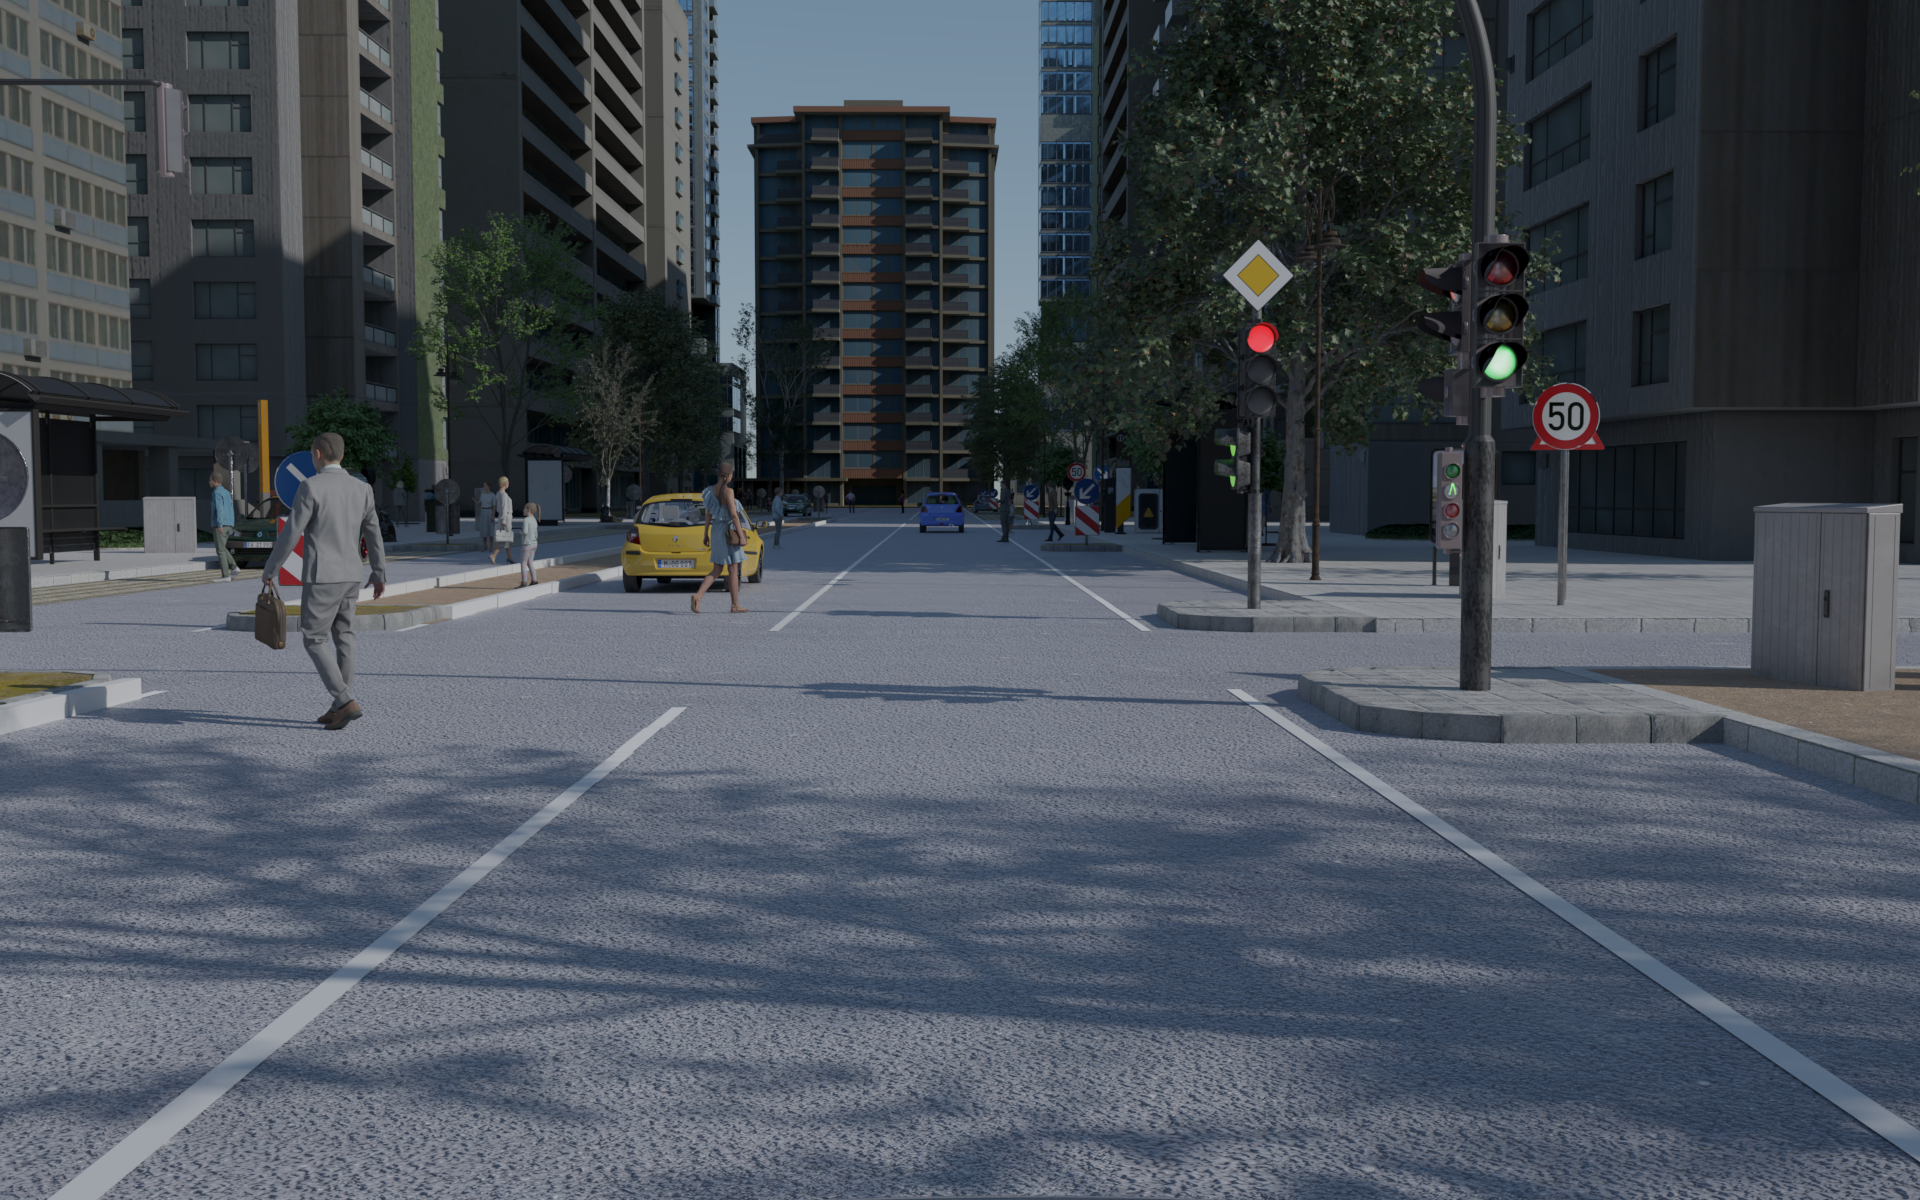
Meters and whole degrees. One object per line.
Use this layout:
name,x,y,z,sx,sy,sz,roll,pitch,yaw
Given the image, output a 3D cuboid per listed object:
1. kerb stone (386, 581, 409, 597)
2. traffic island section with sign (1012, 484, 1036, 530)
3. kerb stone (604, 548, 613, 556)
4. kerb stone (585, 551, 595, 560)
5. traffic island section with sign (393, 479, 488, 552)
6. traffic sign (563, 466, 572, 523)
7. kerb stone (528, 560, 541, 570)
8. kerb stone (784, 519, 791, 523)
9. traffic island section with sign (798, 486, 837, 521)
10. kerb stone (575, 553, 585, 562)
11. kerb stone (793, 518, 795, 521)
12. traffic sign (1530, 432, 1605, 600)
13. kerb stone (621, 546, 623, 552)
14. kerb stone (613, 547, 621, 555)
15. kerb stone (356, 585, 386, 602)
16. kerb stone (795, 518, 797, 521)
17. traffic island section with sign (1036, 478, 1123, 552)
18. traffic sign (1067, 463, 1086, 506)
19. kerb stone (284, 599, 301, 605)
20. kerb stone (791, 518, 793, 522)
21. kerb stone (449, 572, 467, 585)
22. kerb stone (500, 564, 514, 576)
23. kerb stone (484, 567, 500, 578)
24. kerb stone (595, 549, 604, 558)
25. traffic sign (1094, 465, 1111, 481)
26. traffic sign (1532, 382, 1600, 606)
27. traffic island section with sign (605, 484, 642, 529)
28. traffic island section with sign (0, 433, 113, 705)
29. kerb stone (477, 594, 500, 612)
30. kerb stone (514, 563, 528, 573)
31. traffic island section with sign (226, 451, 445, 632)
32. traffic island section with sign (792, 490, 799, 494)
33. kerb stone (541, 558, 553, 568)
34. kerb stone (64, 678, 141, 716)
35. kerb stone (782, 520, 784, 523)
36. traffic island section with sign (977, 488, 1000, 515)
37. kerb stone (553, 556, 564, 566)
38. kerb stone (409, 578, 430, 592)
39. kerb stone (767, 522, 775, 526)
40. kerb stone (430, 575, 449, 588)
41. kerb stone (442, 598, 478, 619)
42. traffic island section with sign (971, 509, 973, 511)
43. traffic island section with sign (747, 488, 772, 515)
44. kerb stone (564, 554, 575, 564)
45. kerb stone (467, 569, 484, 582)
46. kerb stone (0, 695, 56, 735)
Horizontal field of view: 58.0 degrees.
kerb stone,-8.022,-0.136,24.412,0.120,0.150,1.000,0,4,-1
traffic island section with sign,2.772,-3.810,70.926,1.989,1.847,2.006,0,4,-1
kerb stone,-8.189,-1.076,39.782,0.120,0.150,1.000,0,4,-1
kerb stone,-8.170,-0.950,37.724,0.120,0.150,1.000,0,4,-1
traffic island section with sign,-13.072,-2.152,43.810,1.989,1.847,2.006,0,4,-1
traffic sign,-17.864,-4.768,78.055,0.768,2.556,0.104,0,4,3
kerb stone,-8.115,-0.632,32.601,0.120,0.150,1.000,0,4,-1
kerb stone,-8.695,-3.953,86.950,0.120,0.150,1.000,0,4,-1
traffic island section with sign,-7.714,-5.255,94.061,2.006,1.907,1.989,0,4,-1
kerb stone,-8.151,-0.887,36.691,0.120,0.150,1.000,0,4,-1
kerb stone,-8.717,-4.087,89.013,0.120,0.150,1.000,0,4,-1
traffic sign,7.300,-1.277,20.879,0.884,2.594,0.081,0,4,1
kerb stone,-8.209,-1.201,41.838,0.120,0.150,1.000,0,4,-1
kerb stone,-8.206,-1.138,40.805,0.120,0.150,1.000,0,4,-1
kerb stone,-8.013,-0.073,23.387,0.120,0.150,1.000,0,4,-1
kerb stone,-8.725,-4.148,90.036,0.120,0.150,1.000,0,4,-1
traffic island section with sign,3.052,-2.162,43.972,1.989,1.847,2.006,0,4,-1
traffic sign,4.713,-4.272,69.947,0.768,2.556,0.104,0,4,4
kerb stone,-7.980,0.116,20.298,0.120,0.150,1.000,0,4,-1
kerb stone,-8.698,-4.015,87.979,0.120,0.150,1.000,0,4,-1
kerb stone,-8.059,-0.319,27.479,0.120,0.150,1.000,0,4,-1
kerb stone,-8.090,-0.511,30.557,0.120,0.150,1.000,0,4,-1
kerb stone,-8.081,-0.449,29.529,0.120,0.150,1.000,0,4,-1
kerb stone,-8.179,-1.009,38.757,0.120,0.150,1.000,0,4,-1
traffic sign,6.184,-4.595,75.239,0.768,2.556,0.104,0,4,6
traffic sign,6.927,-1.210,19.892,0.768,2.556,0.104,0,4,1
traffic island section with sign,-13.349,-3.802,70.794,1.989,1.847,2.006,0,4,-1
traffic island section with sign,-6.833,-0.207,11.520,2.006,1.907,1.989,0,4,-1
kerb stone,-5.895,0.053,21.347,0.120,0.150,1.000,0,4,-1
kerb stone,-8.098,-0.574,31.579,0.120,0.150,1.000,0,4,-1
traffic island section with sign,-6.903,-0.660,18.927,2.006,1.907,1.989,0,4,-1
traffic island section with sign,-14.191,-8.630,149.721,1.989,1.847,2.006,0,4,-1
kerb stone,-8.129,-0.699,33.623,0.120,0.150,1.000,0,4,-1
kerb stone,-5.790,0.652,11.631,0.120,0.150,1.000,0,4,-1
kerb stone,-8.657,-3.710,82.850,0.120,0.150,1.000,0,4,-1
traffic island section with sign,2.224,-6.902,121.477,1.989,1.847,2.006,0,4,-1
kerb stone,-8.135,-0.761,34.646,0.120,0.150,1.000,0,4,-1
kerb stone,-8.035,-0.198,25.435,0.120,0.150,1.000,0,4,-1
kerb stone,-8.607,-3.458,78.755,0.120,0.150,1.000,0,4,-1
kerb stone,-8.047,-0.261,26.457,0.120,0.150,1.000,0,4,-1
kerb stone,-5.876,0.114,20.325,0.120,0.150,1.000,0,4,-1
traffic island section with sign,1.932,-8.572,148.786,1.989,1.847,2.006,0,4,-1
traffic island section with sign,-13.897,-6.908,121.571,1.989,1.847,2.006,0,4,-1
kerb stone,-8.143,-0.824,35.668,0.120,0.150,1.000,0,4,-1
kerb stone,-8.065,-0.385,28.501,0.120,0.150,1.000,0,4,-1
kerb stone,-5.775,0.712,10.609,0.120,0.150,1.000,0,4,-1
